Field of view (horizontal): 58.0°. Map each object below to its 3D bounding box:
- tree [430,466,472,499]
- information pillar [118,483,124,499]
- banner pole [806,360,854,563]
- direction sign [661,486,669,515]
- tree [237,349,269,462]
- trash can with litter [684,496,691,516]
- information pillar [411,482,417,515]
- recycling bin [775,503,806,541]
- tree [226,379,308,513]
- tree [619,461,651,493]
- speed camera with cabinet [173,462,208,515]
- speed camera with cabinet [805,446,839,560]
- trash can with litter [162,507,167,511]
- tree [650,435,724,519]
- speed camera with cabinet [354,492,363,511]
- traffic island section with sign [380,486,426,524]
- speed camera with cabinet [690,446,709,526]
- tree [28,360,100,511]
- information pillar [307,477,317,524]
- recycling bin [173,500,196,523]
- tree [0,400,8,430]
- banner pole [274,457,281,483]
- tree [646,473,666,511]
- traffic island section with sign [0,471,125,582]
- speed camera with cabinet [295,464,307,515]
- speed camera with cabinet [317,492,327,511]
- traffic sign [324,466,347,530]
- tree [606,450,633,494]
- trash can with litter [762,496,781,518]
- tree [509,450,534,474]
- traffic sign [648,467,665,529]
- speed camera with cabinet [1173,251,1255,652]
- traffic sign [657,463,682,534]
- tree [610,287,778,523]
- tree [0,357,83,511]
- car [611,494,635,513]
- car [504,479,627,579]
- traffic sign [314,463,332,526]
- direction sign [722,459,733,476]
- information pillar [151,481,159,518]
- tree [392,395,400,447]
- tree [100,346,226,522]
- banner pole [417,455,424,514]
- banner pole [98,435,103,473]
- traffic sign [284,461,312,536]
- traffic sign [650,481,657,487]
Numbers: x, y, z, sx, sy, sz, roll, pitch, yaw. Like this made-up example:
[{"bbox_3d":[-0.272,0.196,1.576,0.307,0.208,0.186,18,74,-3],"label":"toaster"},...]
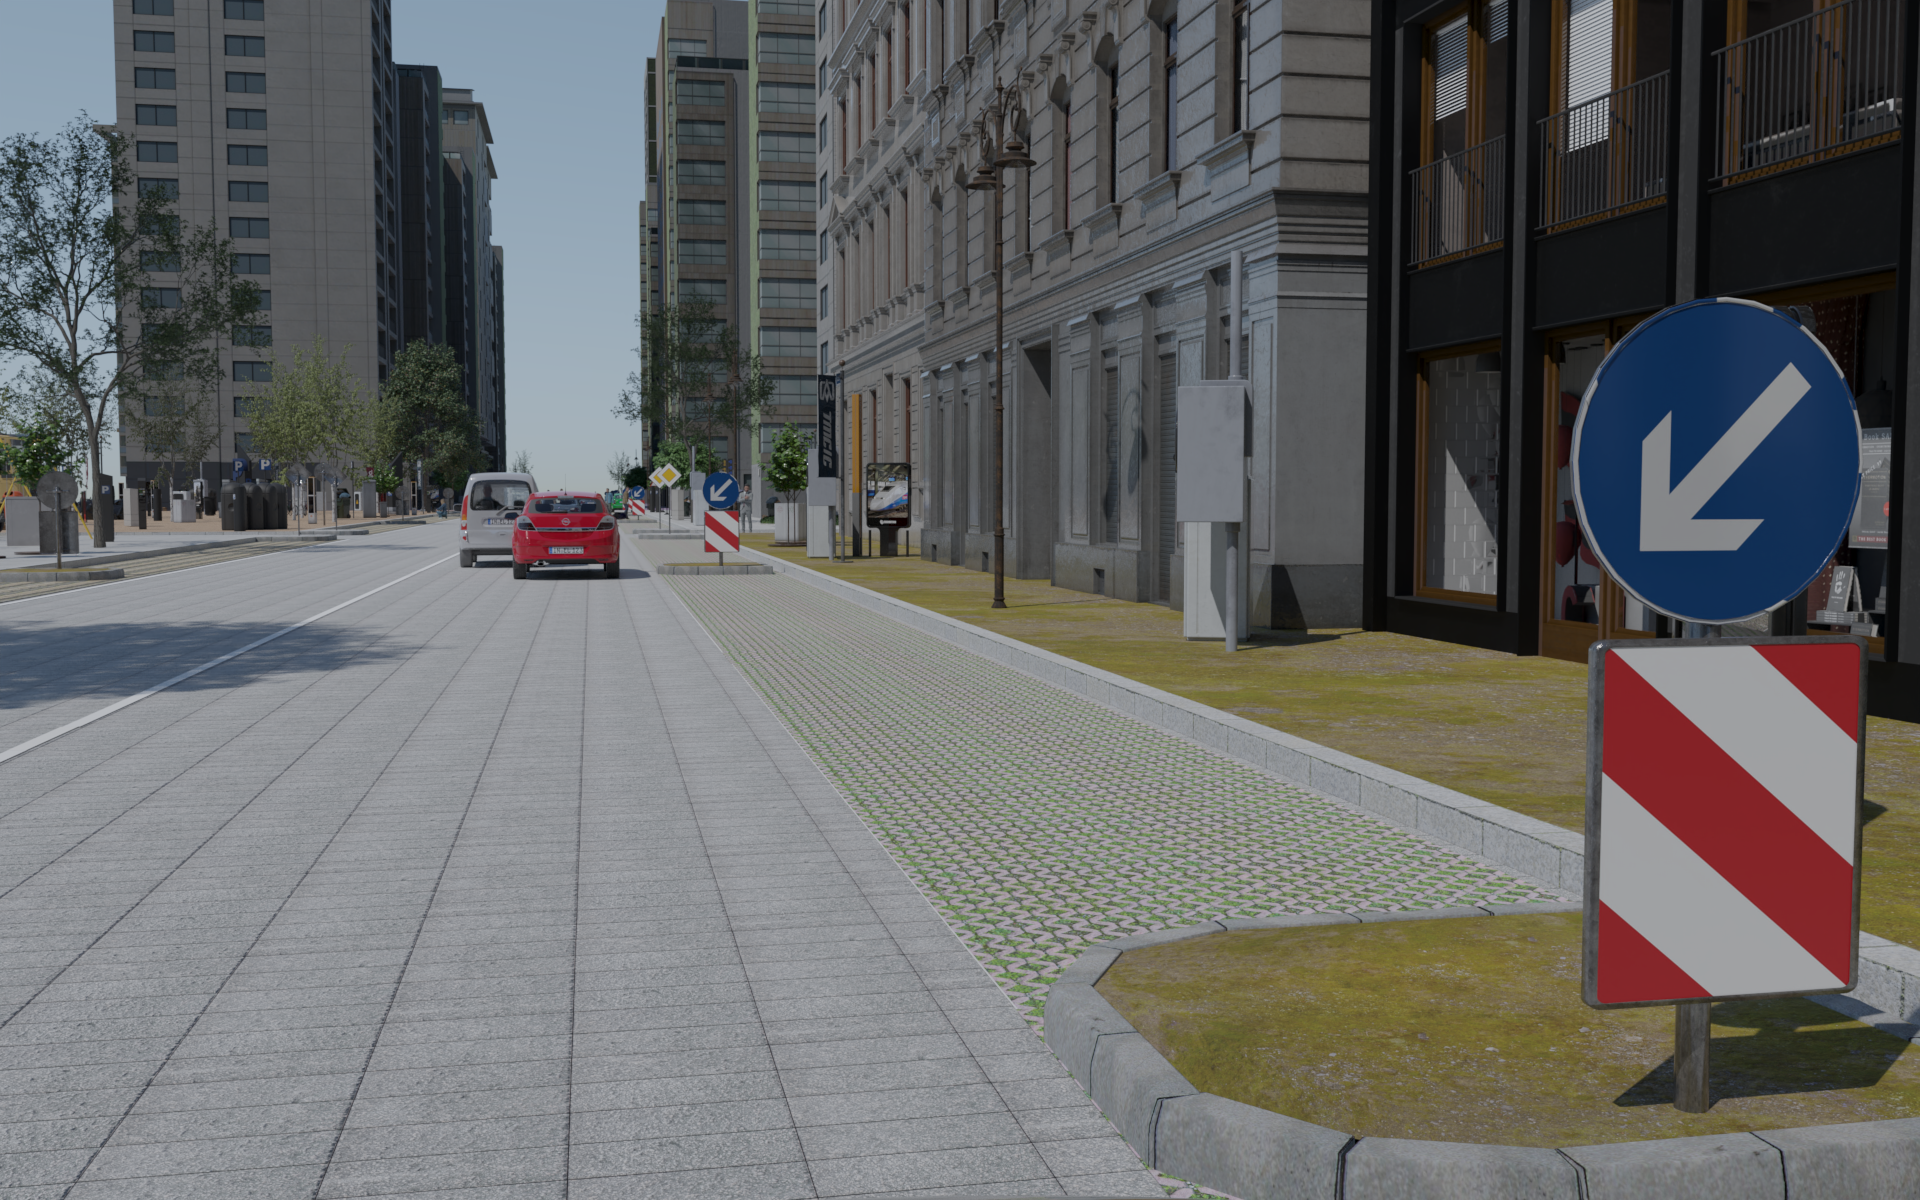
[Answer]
[{"bbox_3d":[-41.285,-9.608,140.805,4.285,4.588,4.351,0,3,0],"label":"tree"},{"bbox_3d":[-53.824,-6.526,111.193,0.304,2.012,0.304,-1,4,-18],"label":"information pillar"},{"bbox_3d":[-2.346,-2.577,32.156,0.401,3.779,0.863,3,5,41],"label":"banner pole"},{"bbox_3d":[-20.833,-7.914,121.396,0.379,3.537,0.876,-2,4,-28],"label":"direction sign"},{"bbox_3d":[-32.681,-8.180,84.100,4.737,8.622,4.395,0,3,0],"label":"tree"},{"bbox_3d":[-15.803,-5.315,98.287,1.055,1.170,0.624,0,4,-2],"label":"trash can with litter"},{"bbox_3d":[-32.829,-6.095,104.149,0.304,2.012,0.304,-1,4,-14],"label":"information pillar"},{"bbox_3d":[-4.646,-2.151,47.723,0.722,1.027,0.722,1,4,17],"label":"recycling bin"},{"bbox_3d":[-43.875,-9.785,110.343,4.360,8.622,3.978,0,3,0],"label":"tree"},{"bbox_3d":[-31.858,-11.506,171.830,4.285,4.588,4.351,0,3,0],"label":"tree"},{"bbox_3d":[-47.296,-6.847,106.289,2.038,3.252,0.660,0,4,-2],"label":"speed camera with cabinet"},{"bbox_3d":[-2.752,-2.445,34.308,0.660,3.252,2.038,0,4,-6],"label":"speed camera with cabinet"},{"bbox_3d":[-59.934,-7.247,129.874,1.055,1.170,0.624,-1,4,-18],"label":"trash can with litter"},{"bbox_3d":[-14.698,-6.849,95.695,4.285,4.588,4.351,0,3,0],"label":"tree"},{"bbox_3d":[-45.551,-8.441,132.340,2.038,3.252,0.660,3,5,43],"label":"speed camera with cabinet"},{"bbox_3d":[-26.656,-4.545,82.934,1.989,1.847,2.006,-1,4,-12],"label":"traffic island section with sign"},{"bbox_3d":[-10.655,-4.688,70.989,0.660,3.252,2.038,-1,4,-14],"label":"speed camera with cabinet"},{"bbox_3d":[-45.690,-8.512,89.539,4.360,8.622,3.978,0,3,0],"label":"tree"},{"bbox_3d":[-27.850,-4.279,74.448,0.304,2.012,0.304,0,4,-3],"label":"information pillar"},{"bbox_3d":[-34.825,-3.990,77.785,0.722,1.027,0.722,3,5,40],"label":"recycling bin"},{"bbox_3d":[-61.435,-9.600,107.328,4.360,8.622,3.978,0,3,0],"label":"tree"},{"bbox_3d":[-41.936,-7.130,106.585,0.401,3.779,0.863,1,4,9],"label":"banner pole"},{"bbox_3d":[-23.119,-8.382,131.653,1.663,3.219,1.824,0,3,0],"label":"tree"},{"bbox_3d":[-15.199,-1.245,28.987,1.989,1.847,2.006,-1,4,-12],"label":"traffic island section with sign"},{"bbox_3d":[-40.361,-6.819,105.818,0.660,3.252,2.038,-1,4,-14],"label":"speed camera with cabinet"},{"bbox_3d":[-48.491,-8.265,129.468,2.038,3.252,0.660,-3,4,-37],"label":"speed camera with cabinet"},{"bbox_3d":[-21.980,-3.509,61.008,0.795,2.450,0.064,-1,4,-12],"label":"traffic sign"},{"bbox_3d":[-56.137,-20.514,285.772,4.360,8.622,3.978,0,3,0],"label":"tree"},{"bbox_3d":[-8.884,-4.270,81.196,0.624,1.170,1.055,2,4,26],"label":"trash can with litter"},{"bbox_3d":[-71.225,-20.240,281.284,4.360,8.622,3.978,0,3,0],"label":"tree"},{"bbox_3d":[-10.977,-3.650,63.318,0.795,2.450,0.064,-1,4,-12],"label":"traffic sign"},{"bbox_3d":[2.211,-1.258,14.909,0.660,3.252,2.038,1,4,12],"label":"speed camera with cabinet"},{"bbox_3d":[-9.316,-3.172,55.507,0.795,2.450,0.064,-1,4,-12],"label":"traffic sign"},{"bbox_3d":[-11.759,-8.740,77.319,8.767,10.594,7.601,1,4,17],"label":"tree"},{"bbox_3d":[-49.273,-8.758,93.557,4.737,8.622,4.395,0,3,0],"label":"tree"},{"bbox_3d":[-26.096,-7.660,134.034,1.959,1.807,4.718,-1,4,-12],"label":"car"},{"bbox_3d":[-6.979,-1.325,30.697,2.155,1.783,4.494,-1,4,-13],"label":"car"},{"bbox_3d":[-25.932,-4.311,70.591,0.768,2.556,0.104,0,4,-5],"label":"traffic sign"},{"bbox_3d":[-14.866,-7.260,110.705,0.876,3.537,0.379,2,4,35],"label":"direction sign"},{"bbox_3d":[-43.662,-5.473,93.973,0.304,2.012,0.304,3,5,40],"label":"information pillar"},{"bbox_3d":[-39.741,-10.224,117.518,4.737,8.622,4.395,0,3,0],"label":"tree"},{"bbox_3d":[-36.770,-7.930,80.022,4.360,8.622,3.978,0,3,0],"label":"tree"},{"bbox_3d":[-34.314,-7.353,110.232,0.863,3.779,0.401,3,5,42],"label":"banner pole"},{"bbox_3d":[-36.530,-5.108,73.535,0.401,3.779,0.863,0,4,-3],"label":"banner pole"},{"bbox_3d":[-20.320,-3.031,53.197,0.795,2.450,0.064,-1,4,-12],"label":"traffic sign"},{"bbox_3d":[-21.552,-7.513,122.847,0.884,2.594,0.081,0,4,-5],"label":"traffic sign"}]
